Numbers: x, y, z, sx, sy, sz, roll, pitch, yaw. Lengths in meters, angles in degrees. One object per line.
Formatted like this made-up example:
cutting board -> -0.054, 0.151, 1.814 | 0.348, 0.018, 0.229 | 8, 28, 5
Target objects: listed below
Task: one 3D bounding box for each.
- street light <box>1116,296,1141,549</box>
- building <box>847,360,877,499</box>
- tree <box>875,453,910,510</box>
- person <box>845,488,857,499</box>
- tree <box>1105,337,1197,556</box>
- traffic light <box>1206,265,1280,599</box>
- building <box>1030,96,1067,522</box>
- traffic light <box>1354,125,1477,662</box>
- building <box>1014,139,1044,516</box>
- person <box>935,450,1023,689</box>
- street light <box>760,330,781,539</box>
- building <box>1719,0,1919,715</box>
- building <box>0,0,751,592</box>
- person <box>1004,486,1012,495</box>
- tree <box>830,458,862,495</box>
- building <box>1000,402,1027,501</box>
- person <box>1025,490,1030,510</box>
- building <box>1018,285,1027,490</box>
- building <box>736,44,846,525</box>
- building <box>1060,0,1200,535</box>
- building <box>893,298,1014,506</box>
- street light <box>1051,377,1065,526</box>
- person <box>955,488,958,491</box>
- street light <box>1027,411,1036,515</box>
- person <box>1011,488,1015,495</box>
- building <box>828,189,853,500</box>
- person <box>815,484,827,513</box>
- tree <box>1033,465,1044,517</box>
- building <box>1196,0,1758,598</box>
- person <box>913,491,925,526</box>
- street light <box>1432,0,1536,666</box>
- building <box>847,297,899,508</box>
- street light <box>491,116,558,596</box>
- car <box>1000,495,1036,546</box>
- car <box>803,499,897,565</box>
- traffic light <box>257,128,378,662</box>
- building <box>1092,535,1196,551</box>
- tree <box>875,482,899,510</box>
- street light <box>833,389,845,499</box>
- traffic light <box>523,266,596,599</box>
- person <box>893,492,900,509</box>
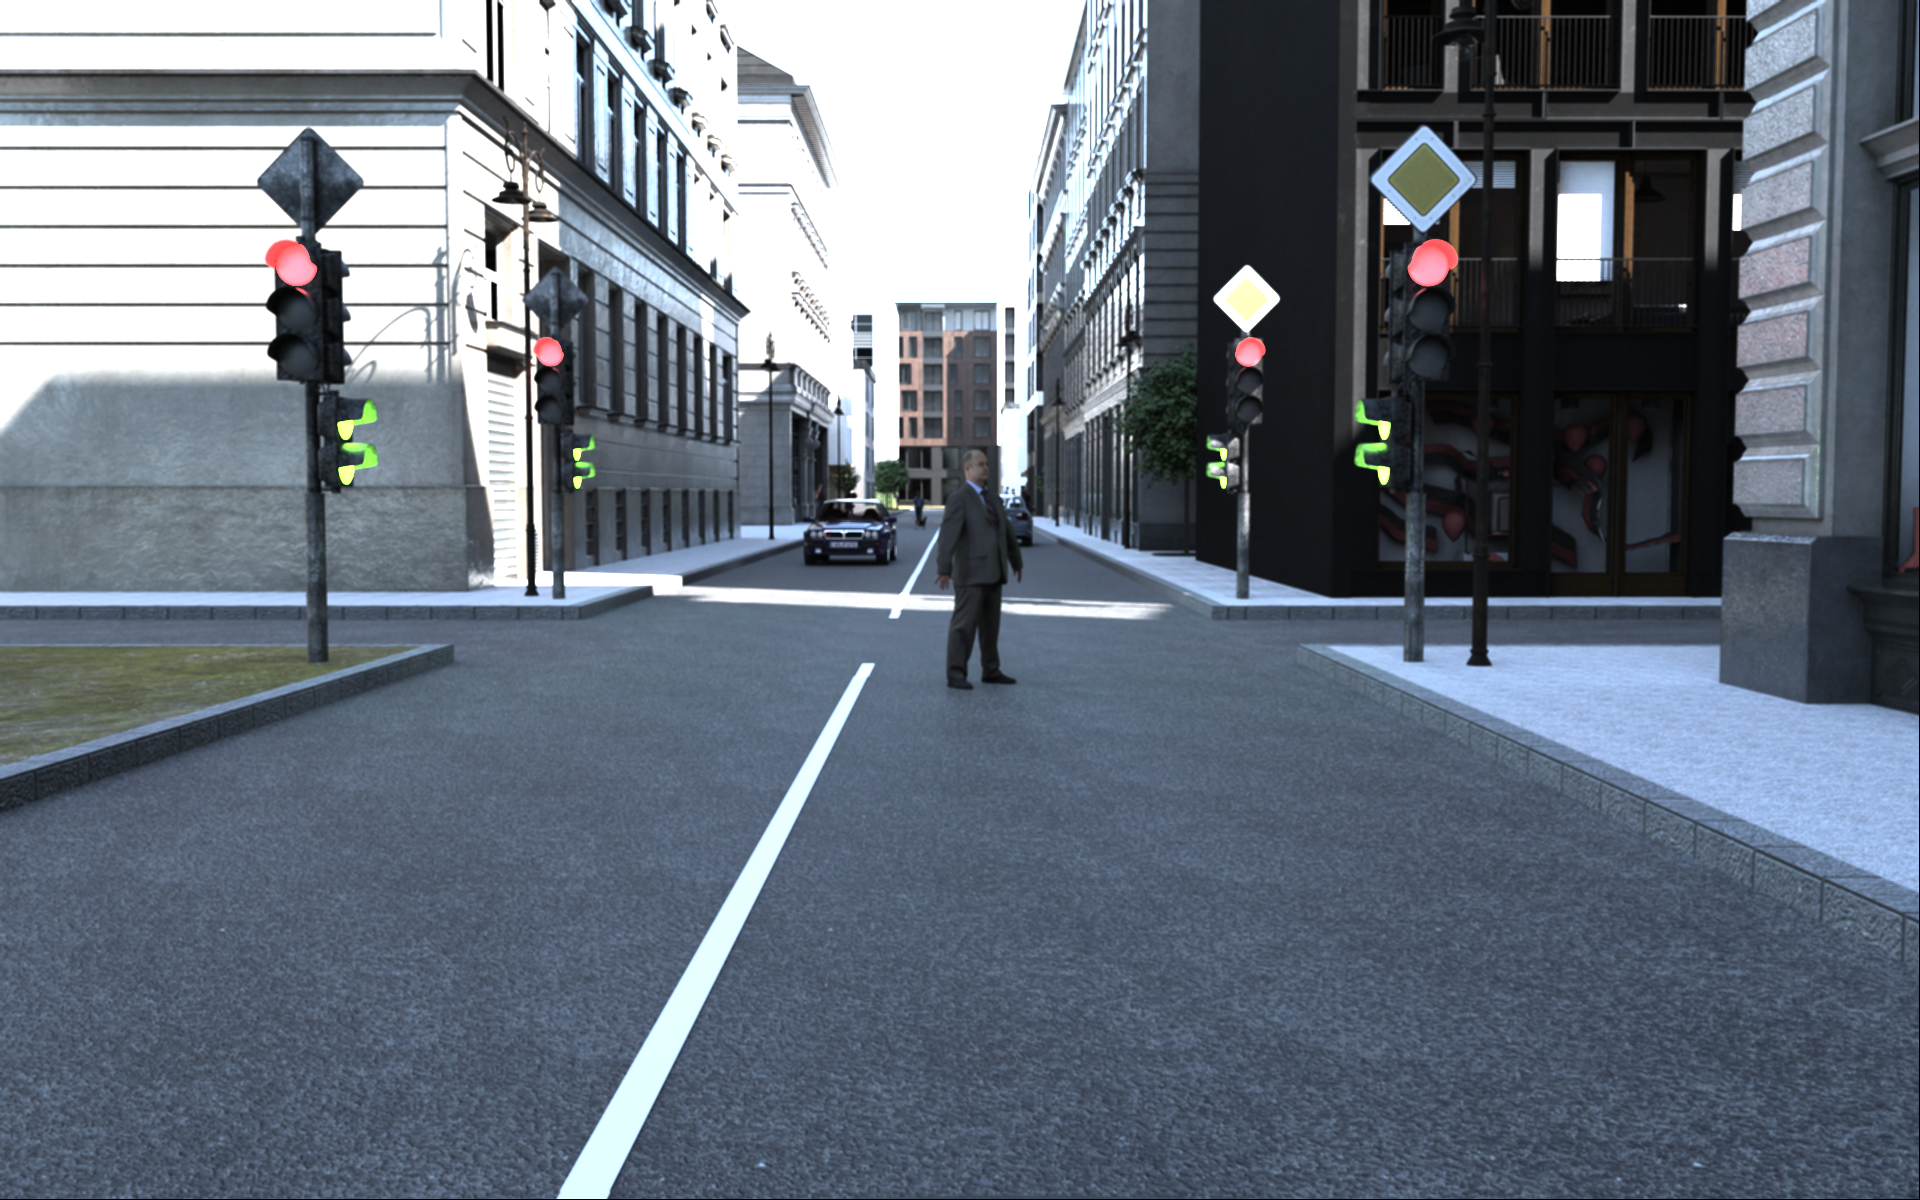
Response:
street light -> 3.952, -4.151, 40.650 | 0.468, 5.910, 1.993 | 0, 3, 0
building -> -10.409, -11.012, 122.191 | 9.099, 9.664, 28.070 | 0, 3, 0
tree -> -6.128, -9.986, 146.985 | 4.285, 4.588, 4.351 | 0, 3, 0
person -> -5.481, -4.852, 87.250 | 0.647, 1.594, 0.662 | 0, 4, 2
tree -> 4.685, -3.216, 36.298 | 4.285, 4.588, 4.351 | 0, 3, 0
traffic light -> 3.454, -1.952, 21.160 | 0.839, 4.213, 0.868 | 0, 3, 0
building -> 9.671, -15.258, 85.629 | 11.583, 22.565, 21.152 | 0, 3, 0
traffic light -> 3.460, -1.464, 13.174 | 0.839, 4.213, 0.868 | 0, 3, 0
building -> 18.332, -16.650, 116.202 | 27.936, 21.610, 32.646 | 0, 3, 0
person -> 0.176, -0.237, 12.935 | 0.434, 1.755, 0.990 | 3, 5, 44
street light -> -5.358, -4.667, 49.090 | 0.468, 5.910, 1.993 | 0, 3, 0
building -> 9.957, -10.579, 1.848 | 11.050, 23.489, 19.941 | 0, 3, 0
building -> -13.711, -12.409, 36.178 | 16.112, 22.955, 30.059 | 0, 3, 0
person -> 3.416, -7.084, 121.731 | 0.599, 1.838, 0.709 | 0, 4, -2
tree -> -6.210, -6.043, 93.411 | 1.663, 3.219, 1.824 | 0, 3, 0
building -> 8.506, -13.232, 158.488 | 9.099, 9.664, 28.070 | 0, 3, 0
person -> 3.534, -5.175, 93.199 | 0.613, 1.512, 0.480 | -1, 4, -15
building -> 12.702, -17.235, 138.216 | 16.016, 20.091, 11.380 | 0, 3, 0
building -> -11.270, -13.489, 71.450 | 10.553, 20.767, 40.483 | 0, 3, 0
building -> 9.194, -13.263, 66.005 | 9.793, 20.994, 18.267 | 0, 3, 0
building -> 1.770, -21.430, 194.362 | 32.646, 21.610, 27.936 | 0, 3, 0
street light -> 3.865, -5.861, 68.613 | 0.468, 5.910, 1.993 | 0, 3, 0
person -> -0.169, -4.981, 90.602 | 0.551, 1.740, 0.621 | -2, 4, -27
street light -> 3.941, -7.533, 95.954 | 0.468, 5.910, 1.993 | 0, 3, 0
person -> 4.296, -7.897, 135.873 | 0.721, 1.743, 1.217 | 0, 4, 0
building -> -14.324, -15.031, 102.181 | 16.016, 20.091, 11.380 | 0, 3, 0
person -> -4.948, -3.315, 61.705 | 0.415, 1.643, 0.593 | -1, 4, -10
tree -> 4.851, -6.343, 98.304 | 1.663, 3.219, 1.824 | 0, 3, 0
building -> 12.486, -12.056, 26.794 | 15.834, 23.373, 12.332 | 0, 3, 0
person -> -1.828, -4.093, 77.628 | 0.499, 1.552, 0.429 | 2, 4, 33
street light -> 3.893, -2.448, 12.810 | 0.468, 5.910, 1.993 | 0, 3, 0
building -> -21.878, -18.203, 164.069 | 31.486, 18.905, 16.747 | 0, 3, 0
street light -> -5.412, -2.992, 21.704 | 0.468, 5.910, 1.993 | 0, 3, 0
car -> 1.149, -2.264, 49.027 | 2.014, 1.417, 4.499 | 0, 4, 1
car -> -2.268, -1.451, 36.300 | 1.945, 1.354, 3.894 | 0, 4, 1
traffic light -> -4.901, -1.462, 13.152 | 0.839, 4.213, 0.868 | 0, 3, 0
building -> 8.713, -12.124, 47.373 | 9.793, 20.994, 18.267 | 0, 3, 0
tree -> -6.298, -9.110, 143.551 | 1.663, 3.219, 1.824 | 0, 3, 0
street light -> -5.335, -6.335, 76.367 | 0.468, 5.910, 1.993 | 0, 3, 0
traffic light -> -4.907, -1.951, 21.137 | 0.839, 4.213, 0.868 | 0, 3, 0
person -> -5.369, -8.371, 146.148 | 0.421, 1.427, 0.697 | 3, 5, 44
